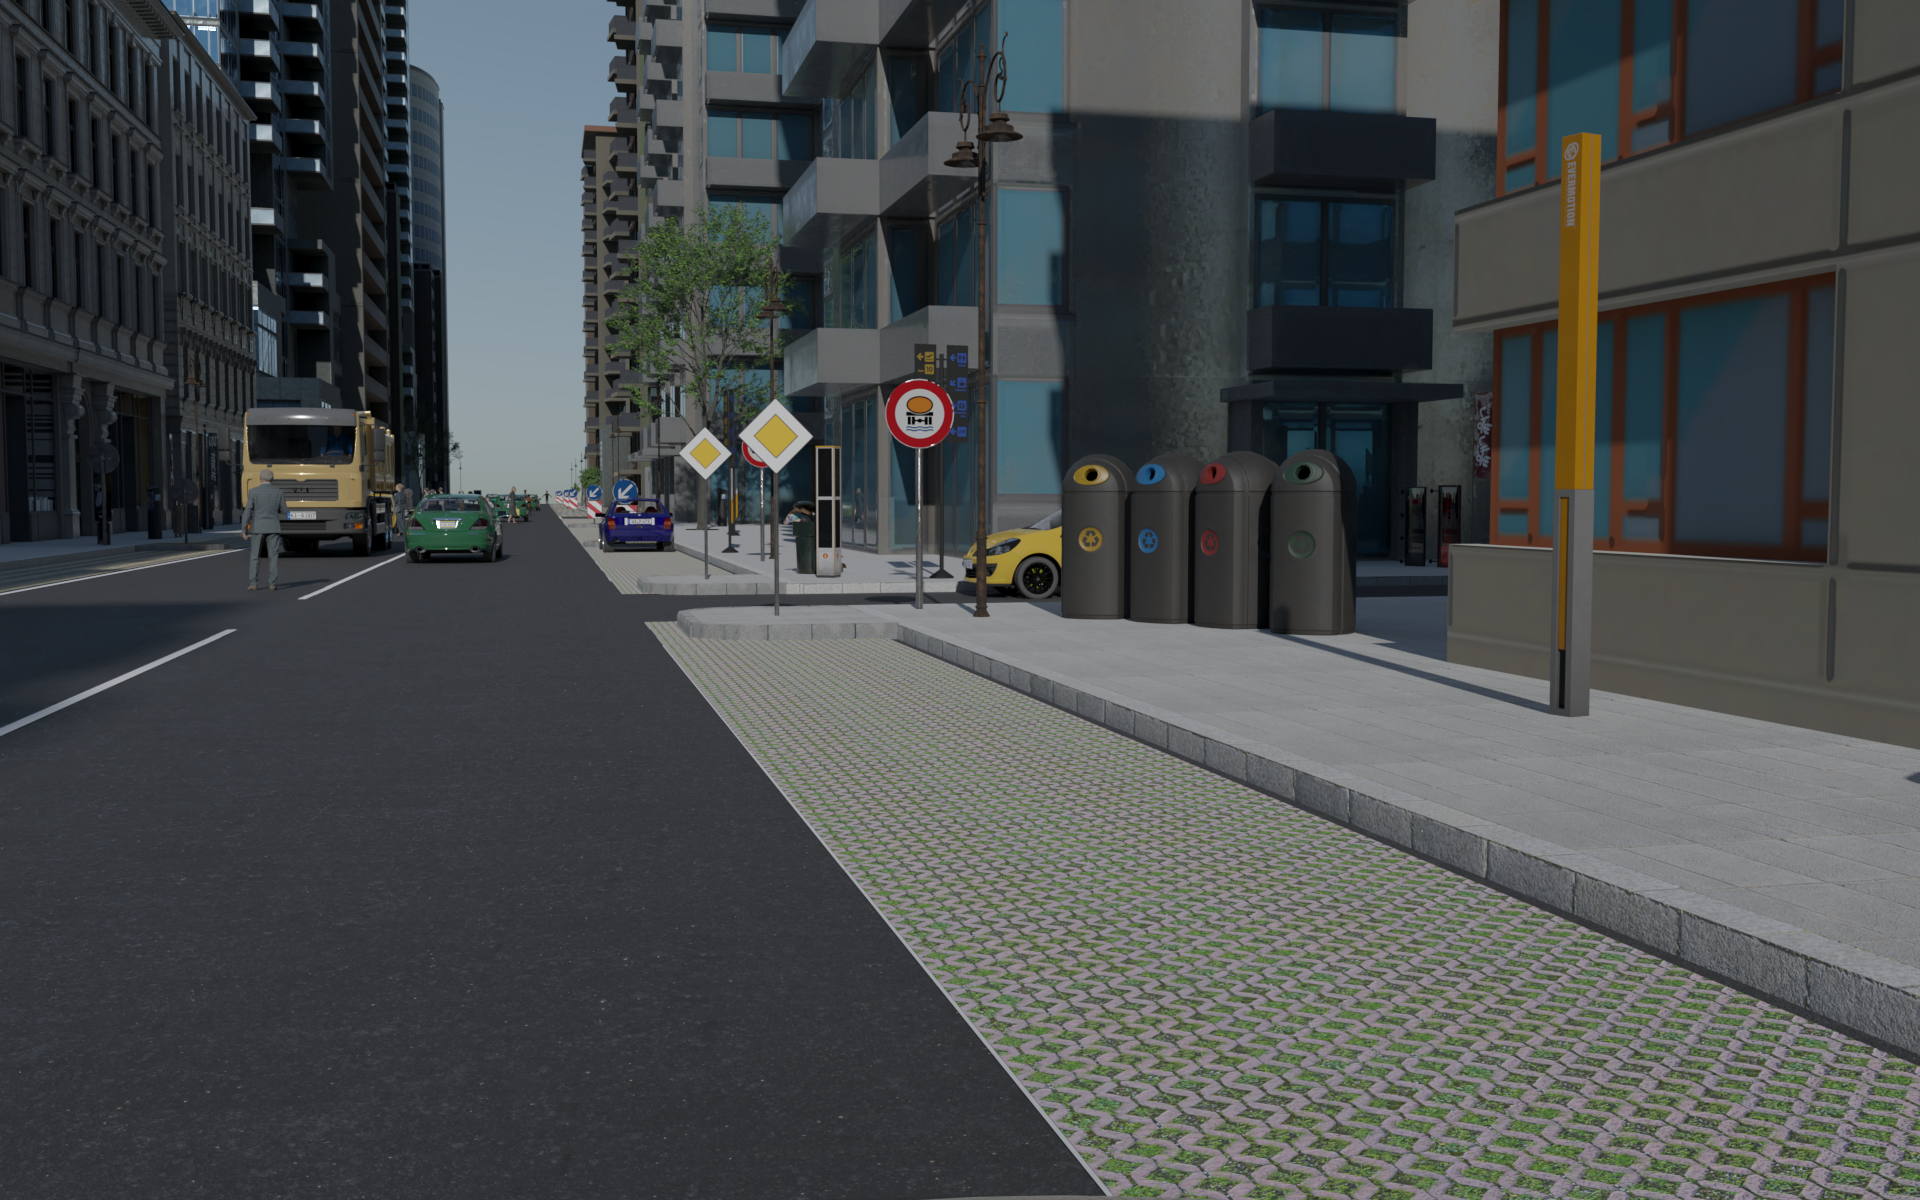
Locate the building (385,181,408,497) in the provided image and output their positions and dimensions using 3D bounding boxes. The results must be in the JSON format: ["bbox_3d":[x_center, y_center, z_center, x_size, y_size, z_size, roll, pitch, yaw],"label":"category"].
[{"bbox_3d":[-56.814,-23.267,152.120,14.160,30.474,14.107,-1,4,-14],"label":"building"}]

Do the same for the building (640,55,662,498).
[{"bbox_3d":[-12.942,-20.619,108.814,14.160,30.474,14.107,-1,4,-14],"label":"building"}]

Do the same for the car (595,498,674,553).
[{"bbox_3d":[-8.162,-1.893,43.530,1.945,1.354,3.894,-1,4,-14],"label":"car"}]

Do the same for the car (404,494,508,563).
[{"bbox_3d":[-10.924,-1.573,37.515,2.131,1.459,4.920,-1,4,-12],"label":"car"}]

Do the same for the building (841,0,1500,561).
[{"bbox_3d":[10.742,-25.879,42.723,30.456,49.044,23.786,-1,4,-14],"label":"building"}]

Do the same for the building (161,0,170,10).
[{"bbox_3d":[-50.001,-48.535,106.214,22.319,86.520,31.000,-1,4,-14],"label":"building"}]

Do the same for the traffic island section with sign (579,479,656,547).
[{"bbox_3d":[-9.254,-2.358,47.187,1.989,1.847,2.006,-1,4,-14],"label":"traffic island section with sign"}]

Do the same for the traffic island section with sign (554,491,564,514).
[{"bbox_3d":[-27.531,-6.973,122.642,1.989,1.847,2.006,-1,4,-14],"label":"traffic island section with sign"}]

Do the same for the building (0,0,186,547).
[{"bbox_3d":[-27.867,-11.633,41.105,10.553,20.767,40.483,-1,4,-14],"label":"building"}]

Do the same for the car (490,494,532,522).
[{"bbox_3d":[-23.384,-4.792,90.147,2.131,1.459,4.920,-1,4,-14],"label":"car"}]

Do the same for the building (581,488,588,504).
[{"bbox_3d":[-34.519,-33.061,232.427,32.217,40.220,23.993,-1,4,-14],"label":"building"}]

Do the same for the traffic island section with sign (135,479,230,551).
[{"bbox_3d":[-19.847,-2.183,44.316,1.989,1.847,2.006,-1,4,-14],"label":"traffic island section with sign"}]

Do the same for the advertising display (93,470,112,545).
[{"bbox_3d":[-21.692,-2.362,43.837,0.123,1.923,0.974,-3,5,-43],"label":"advertising display"}]

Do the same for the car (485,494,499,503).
[{"bbox_3d":[-50.400,-10.883,186.732,1.959,1.807,4.718,-1,4,-12],"label":"car"}]

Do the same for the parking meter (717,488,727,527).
[{"bbox_3d":[-9.391,-3.666,68.350,0.372,1.533,0.369,0,3,0],"label":"parking meter"}]

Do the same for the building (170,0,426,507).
[{"bbox_3d":[-70.213,-53.556,188.314,22.319,86.520,31.000,-1,4,-14],"label":"building"}]

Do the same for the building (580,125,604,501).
[{"bbox_3d":[-33.384,-33.688,205.421,22.147,44.769,28.867,-1,4,-14],"label":"building"}]

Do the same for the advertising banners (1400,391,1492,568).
[{"bbox_3d":[8.489,-2.073,30.087,0.090,3.025,2.074,-2,4,-34],"label":"advertising banners"}]

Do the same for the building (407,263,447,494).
[{"bbox_3d":[-71.057,-26.990,212.981,14.160,30.474,14.107,-1,4,-14],"label":"building"}]

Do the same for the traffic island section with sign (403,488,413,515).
[{"bbox_3d":[-38.179,-6.809,119.959,1.989,1.847,2.006,-1,4,-14],"label":"traffic island section with sign"}]

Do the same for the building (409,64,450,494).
[{"bbox_3d":[-80.561,-42.238,232.596,21.231,58.520,28.212,-1,4,-14],"label":"building"}]

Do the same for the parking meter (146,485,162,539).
[{"bbox_3d":[-22.912,-2.499,49.267,0.372,1.533,0.369,0,3,0],"label":"parking meter"}]

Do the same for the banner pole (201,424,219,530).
[{"bbox_3d":[-26.865,-4.408,62.089,0.401,3.779,0.863,1,4,16],"label":"banner pole"}]

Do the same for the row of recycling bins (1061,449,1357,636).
[{"bbox_3d":[2.385,-0.610,17.084,1.069,1.692,3.534,-3,5,-42],"label":"row of recycling bins"}]

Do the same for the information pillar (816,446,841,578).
[{"bbox_3d":[-2.015,-1.351,26.577,0.304,2.012,0.304,1,4,17],"label":"information pillar"}]

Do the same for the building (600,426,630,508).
[{"bbox_3d":[-21.523,-51.737,158.576,22.319,86.520,31.000,-1,4,-14],"label":"building"}]

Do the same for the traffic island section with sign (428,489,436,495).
[{"bbox_3d":[-44.689,-8.455,146.859,1.989,1.847,2.006,-1,4,-14],"label":"traffic island section with sign"}]

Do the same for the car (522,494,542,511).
[{"bbox_3d":[-37.133,-8.398,149.100,2.131,1.459,4.920,-1,4,-12],"label":"car"}]

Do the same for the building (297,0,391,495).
[{"bbox_3d":[-56.271,-31.160,133.160,21.300,48.544,21.600,-1,4,-14],"label":"building"}]

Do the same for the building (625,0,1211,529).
[{"bbox_3d":[-4.465,-28.544,86.303,23.786,49.044,30.456,-1,4,-14],"label":"building"}]

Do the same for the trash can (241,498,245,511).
[{"bbox_3d":[-27.041,-3.327,66.055,0.748,1.137,0.748,0,3,0],"label":"trash can"}]

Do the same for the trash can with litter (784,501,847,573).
[{"bbox_3d":[-2.328,-1.022,28.103,0.624,1.170,1.055,2,4,29],"label":"trash can with litter"}]

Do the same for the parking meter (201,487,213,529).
[{"bbox_3d":[-27.525,-3.359,63.329,0.372,1.533,0.369,0,3,0],"label":"parking meter"}]

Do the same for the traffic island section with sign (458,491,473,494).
[{"bbox_3d":[-57.776,-11.759,200.893,1.989,1.847,2.006,-1,4,-14],"label":"traffic island section with sign"}]

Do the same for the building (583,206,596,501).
[{"bbox_3d":[-46.759,-36.651,249.347,14.600,45.320,14.200,-1,4,-14],"label":"building"}]

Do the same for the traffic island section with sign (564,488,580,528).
[{"bbox_3d":[-15.799,-4.011,74.206,1.989,1.847,2.006,-1,4,-14],"label":"traffic island section with sign"}]

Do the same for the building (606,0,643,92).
[{"bbox_3d":[-14.844,-29.076,130.012,22.147,44.769,28.867,-1,4,-14],"label":"building"}]

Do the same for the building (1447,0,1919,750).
[{"bbox_3d":[20.546,-9.586,1.778,27.650,21.520,28.899,-1,4,-14],"label":"building"}]

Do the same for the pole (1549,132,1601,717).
[{"bbox_3d":[3.534,-0.985,9.948,0.158,3.312,0.155,0,3,0],"label":"pole"}]

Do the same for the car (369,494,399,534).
[{"bbox_3d":[-21.543,-3.276,63.793,2.015,1.641,3.980,-1,4,-14],"label":"car"}]

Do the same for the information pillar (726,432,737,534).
[{"bbox_3d":[-7.209,-3.882,54.830,0.183,3.616,0.504,-2,4,-35],"label":"information pillar"}]

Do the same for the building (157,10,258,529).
[{"bbox_3d":[-34.879,-13.507,69.988,9.793,20.994,18.267,-1,4,-14],"label":"building"}]

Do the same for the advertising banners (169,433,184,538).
[{"bbox_3d":[-23.091,-3.353,51.013,0.090,3.025,2.074,-1,4,-16],"label":"advertising banners"}]

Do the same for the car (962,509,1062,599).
[{"bbox_3d":[2.018,-0.883,24.667,3.980,1.641,2.015,-1,4,-14],"label":"car"}]
